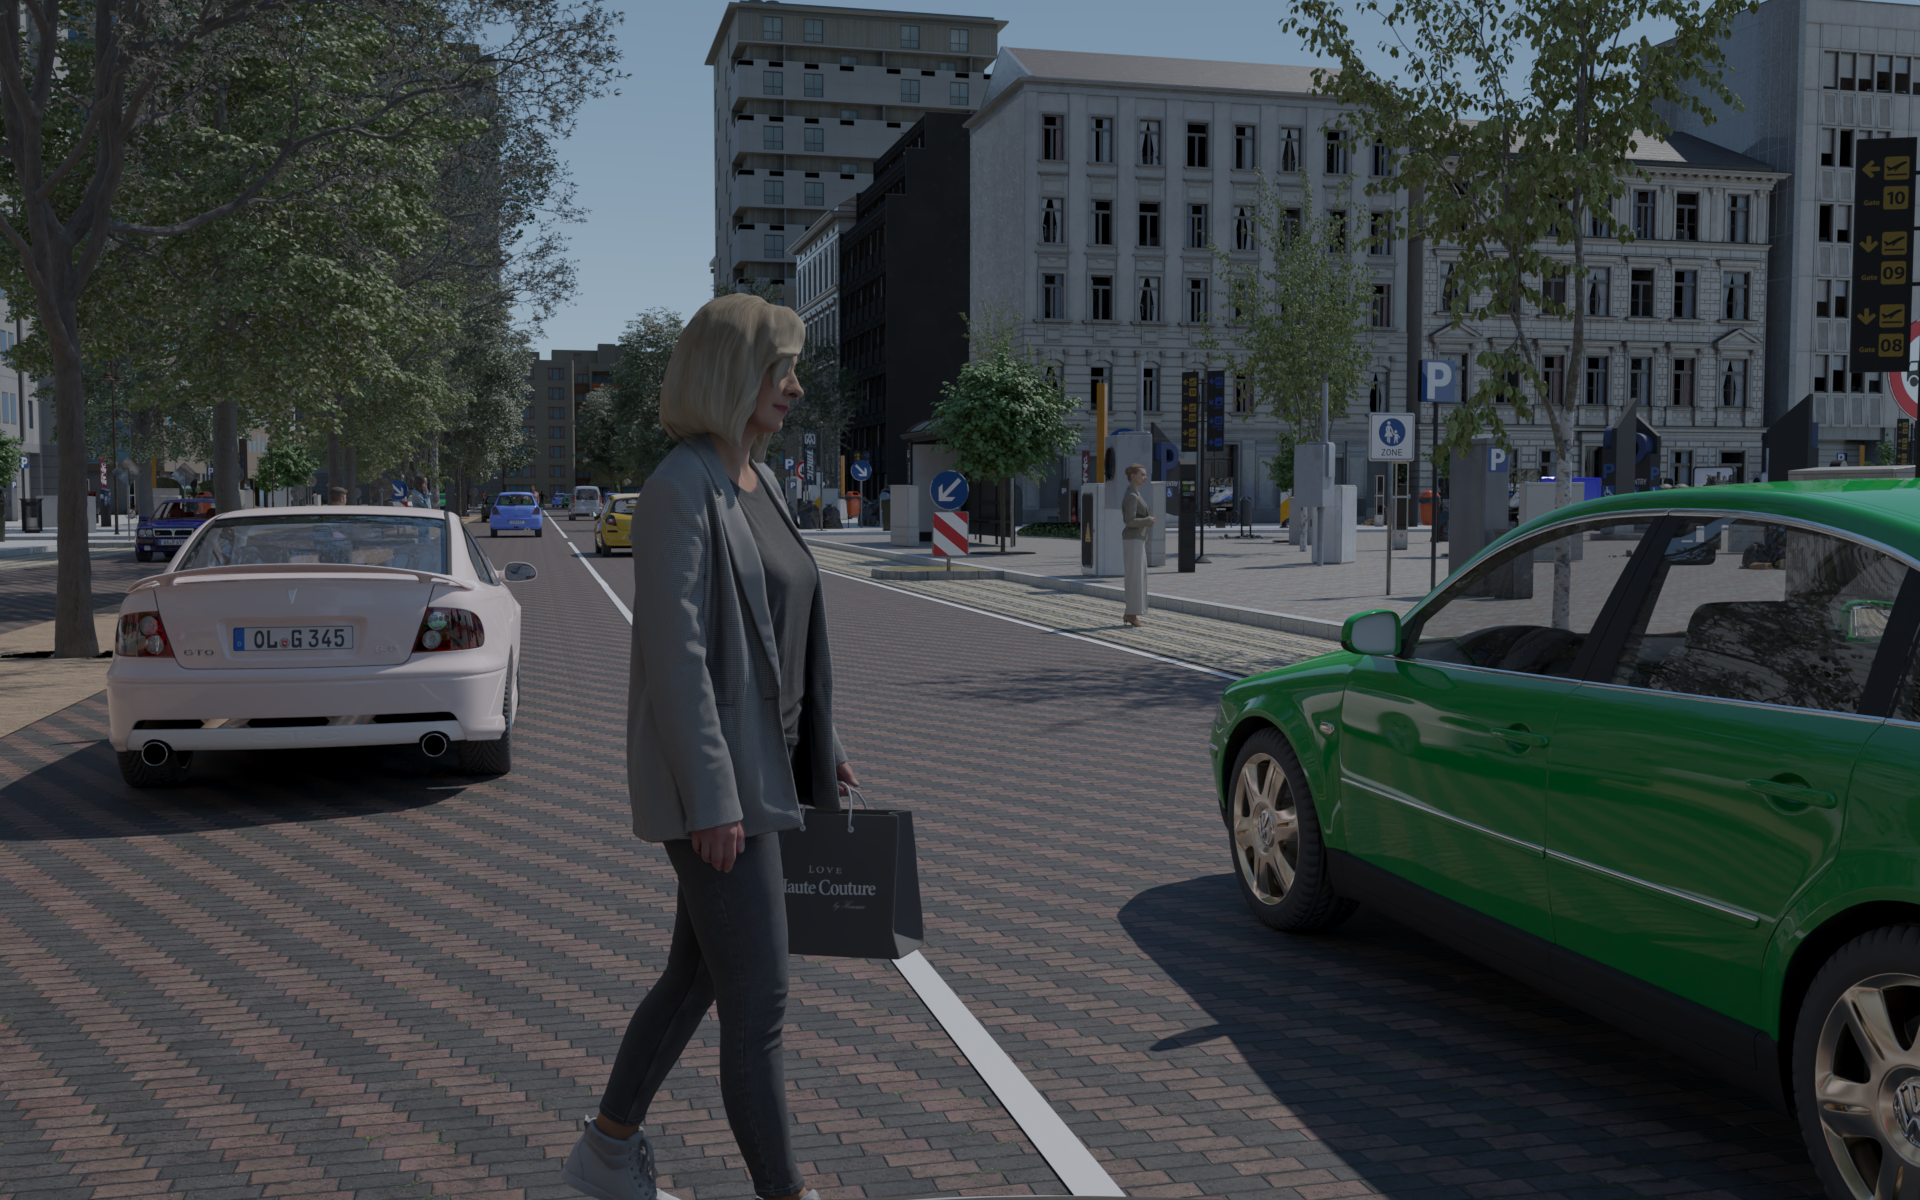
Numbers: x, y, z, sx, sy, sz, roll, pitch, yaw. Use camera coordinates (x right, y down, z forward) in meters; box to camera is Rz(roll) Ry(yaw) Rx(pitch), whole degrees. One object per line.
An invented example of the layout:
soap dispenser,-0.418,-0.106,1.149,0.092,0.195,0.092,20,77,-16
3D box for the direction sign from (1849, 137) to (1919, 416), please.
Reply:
direction sign,6.151,-1.166,11.062,0.876,3.537,0.379,1,4,12

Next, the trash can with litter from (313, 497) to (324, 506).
trash can with litter,-45.783,-6.896,124.142,0.624,1.170,1.055,2,4,25

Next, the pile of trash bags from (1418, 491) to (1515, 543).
pile of trash bags,13.436,-2.242,46.408,3.447,1.369,1.912,-3,5,-40

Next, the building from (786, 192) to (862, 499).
building,-5.713,-18.195,126.374,11.050,23.489,19.941,-1,4,-14

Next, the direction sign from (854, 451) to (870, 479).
direction sign,-5.218,-6.117,92.006,0.876,3.537,0.379,-2,4,-25

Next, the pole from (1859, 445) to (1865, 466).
pole,37.699,-4.809,72.468,0.158,3.312,0.155,0,3,0

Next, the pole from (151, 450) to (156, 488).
pole,-33.064,-4.723,71.061,0.158,3.312,0.155,0,3,0

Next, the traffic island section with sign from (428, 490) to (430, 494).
traffic island section with sign,-55.296,-10.494,180.210,1.989,1.847,2.006,-1,4,-14

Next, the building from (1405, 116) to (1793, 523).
building,28.247,-13.420,84.050,19.286,19.102,10.561,-1,4,-14

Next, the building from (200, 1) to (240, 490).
building,-69.573,-50.307,135.195,22.319,86.520,31.000,-1,4,-14

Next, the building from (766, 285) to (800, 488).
building,-5.480,-19.309,160.747,27.650,21.520,28.899,-1,4,-14

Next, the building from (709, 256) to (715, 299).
building,-22.296,-33.897,246.102,23.993,40.220,32.217,-1,4,-14

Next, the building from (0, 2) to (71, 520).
building,-56.667,-32.938,80.539,21.231,58.520,28.212,-1,4,-14

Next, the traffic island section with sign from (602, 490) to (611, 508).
traffic island section with sign,-32.249,-9.123,157.796,1.989,1.847,2.006,-1,4,-14

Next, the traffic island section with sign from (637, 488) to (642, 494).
traffic island section with sign,-20.175,-6.143,109.073,1.989,1.847,2.006,-1,4,-14

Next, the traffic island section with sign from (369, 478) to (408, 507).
traffic island section with sign,-18.157,-2.934,56.104,2.006,1.907,1.989,-1,4,-14

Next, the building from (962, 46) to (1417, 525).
building,10.140,-14.059,79.008,18.267,20.994,9.793,-1,4,-14

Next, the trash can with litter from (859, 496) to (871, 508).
trash can with litter,-4.486,-4.566,86.047,1.055,1.170,0.624,1,4,20

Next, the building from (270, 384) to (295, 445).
building,-76.869,-24.938,179.434,14.107,30.474,14.160,-1,4,-14

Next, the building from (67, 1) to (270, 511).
building,-72.214,-31.137,159.205,14.600,45.320,14.200,-1,4,-14

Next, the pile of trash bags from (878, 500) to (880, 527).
pile of trash bags,-2.322,-3.624,69.007,3.447,1.369,1.912,-1,4,-13

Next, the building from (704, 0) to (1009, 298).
building,-11.665,-36.576,187.259,28.713,52.752,27.495,-1,4,-14

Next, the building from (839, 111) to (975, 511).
building,-0.160,-17.106,109.356,12.332,23.373,15.834,-1,4,-14

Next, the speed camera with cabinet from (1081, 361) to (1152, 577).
speed camera with cabinet,2.367,-1.966,26.484,0.660,3.252,2.038,-1,4,-10

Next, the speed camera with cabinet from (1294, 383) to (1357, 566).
speed camera with cabinet,6.657,-2.274,31.516,0.660,3.252,2.038,2,4,29

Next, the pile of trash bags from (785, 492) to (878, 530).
pile of trash bags,-5.042,-3.315,63.956,3.447,1.369,1.912,-3,5,-44

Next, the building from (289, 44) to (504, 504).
building,-74.816,-41.930,227.559,28.212,58.520,21.231,-1,4,-14

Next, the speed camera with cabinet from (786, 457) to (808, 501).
speed camera with cabinet,-8.192,-5.947,91.567,2.038,3.252,0.660,2,4,23

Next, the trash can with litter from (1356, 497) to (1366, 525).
trash can with litter,16.455,-3.795,73.114,2.233,1.210,1.678,0,4,7

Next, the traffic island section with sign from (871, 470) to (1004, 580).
traffic island section with sign,-0.460,-1.278,29.517,1.989,1.847,2.006,-1,4,-14

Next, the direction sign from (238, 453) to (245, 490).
direction sign,-39.294,-6.285,94.763,0.379,3.537,0.876,-3,5,-42

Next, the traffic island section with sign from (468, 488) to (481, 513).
traffic island section with sign,-36.247,-7.395,129.041,2.006,1.907,1.989,-1,4,-14

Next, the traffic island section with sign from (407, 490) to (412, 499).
traffic island section with sign,-48.800,-8.894,154.046,1.989,1.847,2.006,-1,4,-14

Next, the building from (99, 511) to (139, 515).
building,-57.436,-28.176,110.782,14.600,45.320,14.200,-1,4,-14

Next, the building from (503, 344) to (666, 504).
building,-47.833,-24.065,238.504,28.899,21.520,27.650,-1,4,-14

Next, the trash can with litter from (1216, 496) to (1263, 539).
trash can with litter,7.971,-2.383,50.014,1.678,1.210,2.233,3,5,40

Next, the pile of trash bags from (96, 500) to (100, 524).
pile of trash bags,-38.059,-3.958,74.460,1.912,1.369,3.447,-2,4,-27

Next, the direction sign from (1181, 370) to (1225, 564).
direction sign,4.477,-2.446,31.982,0.876,3.537,0.379,3,4,36

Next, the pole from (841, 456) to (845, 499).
pole,-6.236,-6.006,92.040,0.158,3.312,0.155,0,3,0

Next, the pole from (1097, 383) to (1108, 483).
pole,2.620,-2.332,31.978,0.158,3.312,0.155,0,3,0

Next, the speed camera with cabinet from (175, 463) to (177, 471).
speed camera with cabinet,-43.448,-6.114,94.294,2.038,3.252,0.660,-1,4,-9

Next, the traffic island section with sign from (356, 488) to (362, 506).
traffic island section with sign,-36.847,-5.944,105.815,1.989,1.847,2.006,-1,4,-14

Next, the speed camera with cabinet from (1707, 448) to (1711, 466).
speed camera with cabinet,32.244,-4.835,73.389,0.660,3.252,2.038,0,4,-5

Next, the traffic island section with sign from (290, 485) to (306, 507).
traffic island section with sign,-30.258,-4.318,79.227,1.989,1.847,2.006,-1,4,-14

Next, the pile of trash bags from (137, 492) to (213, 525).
pile of trash bags,-30.823,-3.590,68.452,3.447,1.369,1.912,2,4,26

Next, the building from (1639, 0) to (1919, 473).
building,47.268,-16.602,89.460,19.932,24.808,12.078,-1,4,-14
